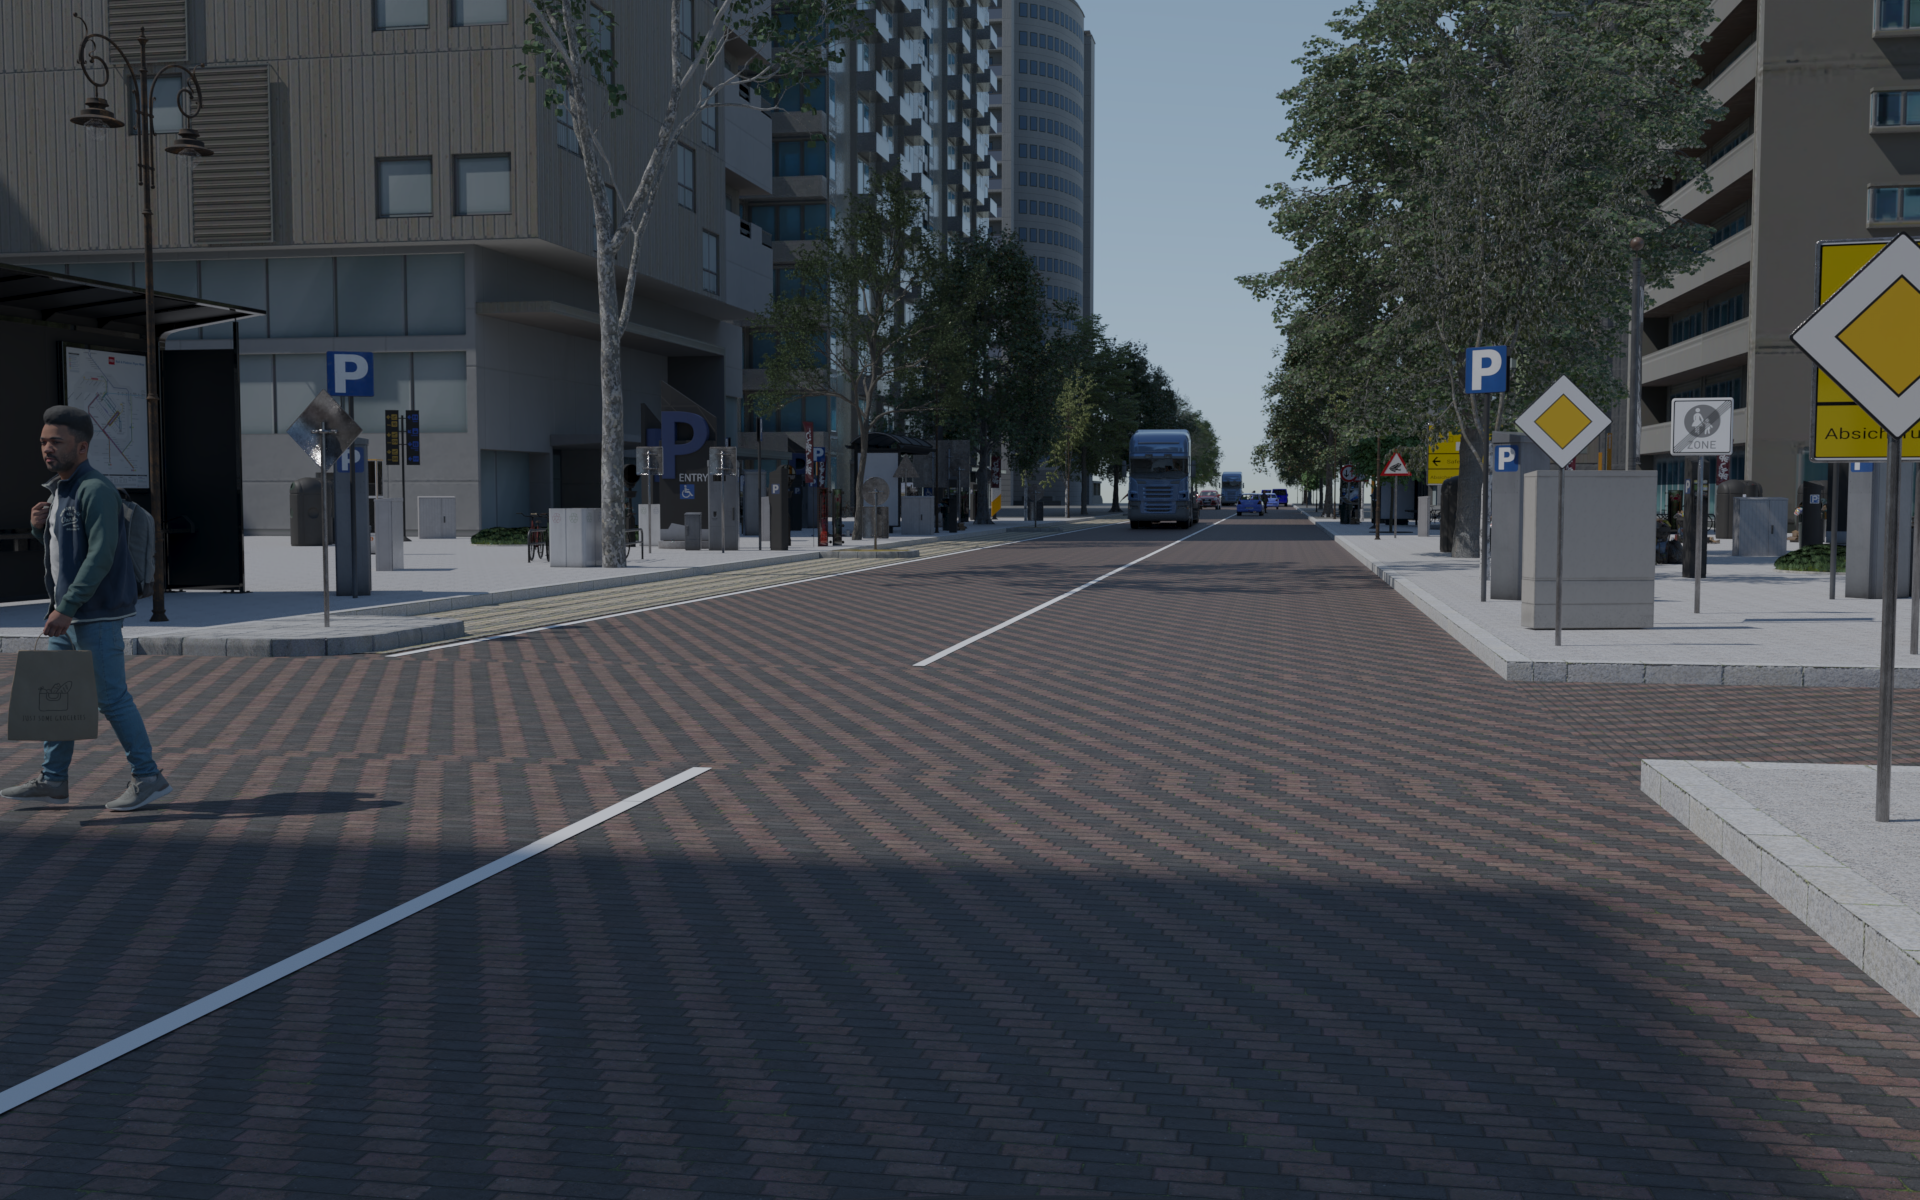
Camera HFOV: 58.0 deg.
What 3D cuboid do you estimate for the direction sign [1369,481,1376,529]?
[{"bbox_3d":[15.324,-4.401,63.949,0.379,3.537,0.876,0,4,7],"label":"direction sign"}]

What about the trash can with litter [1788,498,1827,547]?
[{"bbox_3d":[19.845,-1.785,40.572,0.624,1.170,1.055,1,4,22],"label":"trash can with litter"}]

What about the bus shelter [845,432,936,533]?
[{"bbox_3d":[-2.259,-3.976,58.938,2.014,3.302,5.546,1,4,11],"label":"bus shelter"}]

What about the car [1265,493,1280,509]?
[{"bbox_3d":[29.028,-9.346,162.403,1.945,1.707,3.694,1,4,10],"label":"car"}]

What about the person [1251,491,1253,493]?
[{"bbox_3d":[31.704,-10.900,187.451,1.217,1.736,0.721,-1,4,-21],"label":"person"}]

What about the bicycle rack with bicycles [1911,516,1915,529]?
[{"bbox_3d":[29.040,-2.379,52.271,2.852,0.926,2.925,-2,4,-24],"label":"bicycle rack with bicycles"}]

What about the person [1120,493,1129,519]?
[{"bbox_3d":[9.798,-5.546,99.117,1.348,1.831,0.705,0,4,5],"label":"person"}]

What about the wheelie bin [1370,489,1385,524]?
[{"bbox_3d":[18.328,-4.135,75.521,0.980,1.594,0.693,3,4,38],"label":"wheelie bin"}]

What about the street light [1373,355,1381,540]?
[{"bbox_3d":[11.718,-4.626,48.429,0.468,5.910,1.993,1,4,10],"label":"street light"}]

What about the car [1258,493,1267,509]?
[{"bbox_3d":[29.925,-10.015,173.342,1.945,1.707,3.694,1,4,10],"label":"car"}]

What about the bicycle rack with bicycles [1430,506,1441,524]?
[{"bbox_3d":[21.393,-3.740,74.530,2.925,0.926,2.852,1,4,23],"label":"bicycle rack with bicycles"}]

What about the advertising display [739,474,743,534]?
[{"bbox_3d":[-6.761,-3.064,55.306,0.123,1.923,0.974,-2,4,-34],"label":"advertising display"}]

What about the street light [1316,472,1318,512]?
[{"bbox_3d":[25.357,-9.187,122.991,0.468,5.910,1.993,1,4,10],"label":"street light"}]

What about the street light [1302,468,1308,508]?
[{"bbox_3d":[32.613,-11.612,162.638,0.468,5.910,1.993,1,4,10],"label":"street light"}]

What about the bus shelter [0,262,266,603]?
[{"bbox_3d":[-10.278,-1.720,19.405,1.731,3.624,6.357,1,4,11],"label":"bus shelter"}]

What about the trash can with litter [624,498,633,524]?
[{"bbox_3d":[-10.111,-2.393,50.519,1.055,1.170,0.624,-3,5,-44],"label":"trash can with litter"}]

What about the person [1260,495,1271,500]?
[{"bbox_3d":[27.687,-9.086,157.771,1.217,1.735,0.721,1,4,16],"label":"person"}]

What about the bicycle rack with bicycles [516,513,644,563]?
[{"bbox_3d":[-7.277,-1.200,32.999,2.852,0.926,2.925,0,4,2],"label":"bicycle rack with bicycles"}]

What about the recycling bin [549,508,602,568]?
[{"bbox_3d":[-6.748,-1.100,30.534,0.722,1.027,0.722,1,4,19],"label":"recycling bin"}]

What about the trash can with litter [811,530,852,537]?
[{"bbox_3d":[-3.706,-2.549,52.733,1.678,1.210,2.233,-1,4,-9],"label":"trash can with litter"}]

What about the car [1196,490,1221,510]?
[{"bbox_3d":[23.129,-9.313,160.941,2.281,1.827,5.304,1,4,12],"label":"car"}]

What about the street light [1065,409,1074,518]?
[{"bbox_3d":[5.808,-7.322,92.510,0.468,5.910,1.993,1,4,10],"label":"street light"}]

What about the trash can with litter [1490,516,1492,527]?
[{"bbox_3d":[7.758,-0.809,24.615,0.624,1.170,1.055,0,4,7],"label":"trash can with litter"}]

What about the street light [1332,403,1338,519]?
[{"bbox_3d":[19.069,-7.045,87.979,0.468,5.910,1.993,1,4,10],"label":"street light"}]

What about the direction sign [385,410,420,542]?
[{"bbox_3d":[-15.015,-3.347,46.717,0.876,3.537,0.379,-1,4,-10],"label":"direction sign"}]

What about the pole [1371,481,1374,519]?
[{"bbox_3d":[21.004,-5.765,88.101,0.158,3.312,0.155,0,3,0],"label":"pole"}]

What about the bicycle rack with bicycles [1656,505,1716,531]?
[{"bbox_3d":[24.410,-2.788,58.959,2.852,0.926,2.925,-2,4,-28],"label":"bicycle rack with bicycles"}]

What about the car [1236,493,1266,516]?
[{"bbox_3d":[19.298,-6.450,115.050,1.945,1.707,3.694,1,4,12],"label":"car"}]

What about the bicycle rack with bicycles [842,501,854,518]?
[{"bbox_3d":[-5.168,-4.752,91.070,2.925,0.926,2.852,-3,5,-42],"label":"bicycle rack with bicycles"}]

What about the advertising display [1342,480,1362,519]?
[{"bbox_3d":[17.508,-4.419,77.466,0.123,1.923,0.974,-3,5,-42],"label":"advertising display"}]

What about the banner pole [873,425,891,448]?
[{"bbox_3d":[-2.862,-4.433,62.493,0.863,3.779,0.401,-1,4,-19],"label":"banner pole"}]

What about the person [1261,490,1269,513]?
[{"bbox_3d":[22.905,-7.400,130.042,0.990,1.755,0.434,-3,5,-42],"label":"person"}]

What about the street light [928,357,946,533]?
[{"bbox_3d":[-0.763,-5.141,56.842,0.468,5.910,1.993,1,4,10],"label":"street light"}]

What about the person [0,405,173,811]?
[{"bbox_3d":[-3.941,0.044,7.761,0.713,1.824,0.794,-2,4,-24],"label":"person"}]

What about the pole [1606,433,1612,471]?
[{"bbox_3d":[21.711,-3.923,57.991,0.158,3.312,0.155,0,3,0],"label":"pole"}]

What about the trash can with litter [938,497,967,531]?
[{"bbox_3d":[-0.267,-3.011,60.613,0.624,1.170,1.055,3,5,42],"label":"trash can with litter"}]

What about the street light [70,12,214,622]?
[{"bbox_3d":[-8.076,-2.722,17.285,0.468,5.910,1.993,1,4,10],"label":"street light"}]

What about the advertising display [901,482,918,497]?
[{"bbox_3d":[-2.700,-5.298,91.829,0.974,1.923,0.123,-1,4,-18],"label":"advertising display"}]

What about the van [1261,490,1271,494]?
[{"bbox_3d":[42.025,-14.182,236.267,2.240,2.365,5.245,1,4,12],"label":"van"}]

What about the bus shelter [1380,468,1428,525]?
[{"bbox_3d":[17.692,-4.599,69.113,2.014,3.302,5.546,1,4,10],"label":"bus shelter"}]

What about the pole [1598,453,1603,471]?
[{"bbox_3d":[31.430,-5.579,85.062,0.158,3.312,0.155,0,3,0],"label":"pole"}]

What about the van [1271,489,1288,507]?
[{"bbox_3d":[36.183,-11.754,196.555,2.240,2.365,5.245,1,4,8],"label":"van"}]

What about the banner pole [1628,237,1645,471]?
[{"bbox_3d":[6.709,-1.662,17.192,0.401,3.779,0.863,2,4,28],"label":"banner pole"}]

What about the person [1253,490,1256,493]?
[{"bbox_3d":[22.232,-7.433,130.963,0.436,1.711,0.756,-1,4,-12],"label":"person"}]

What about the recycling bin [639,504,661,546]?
[{"bbox_3d":[-7.450,-1.851,42.817,0.722,1.027,0.722,2,4,26],"label":"recycling bin"}]

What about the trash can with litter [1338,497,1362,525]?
[{"bbox_3d":[16.493,-3.774,73.093,0.624,1.170,1.055,-3,4,-39],"label":"trash can with litter"}]
